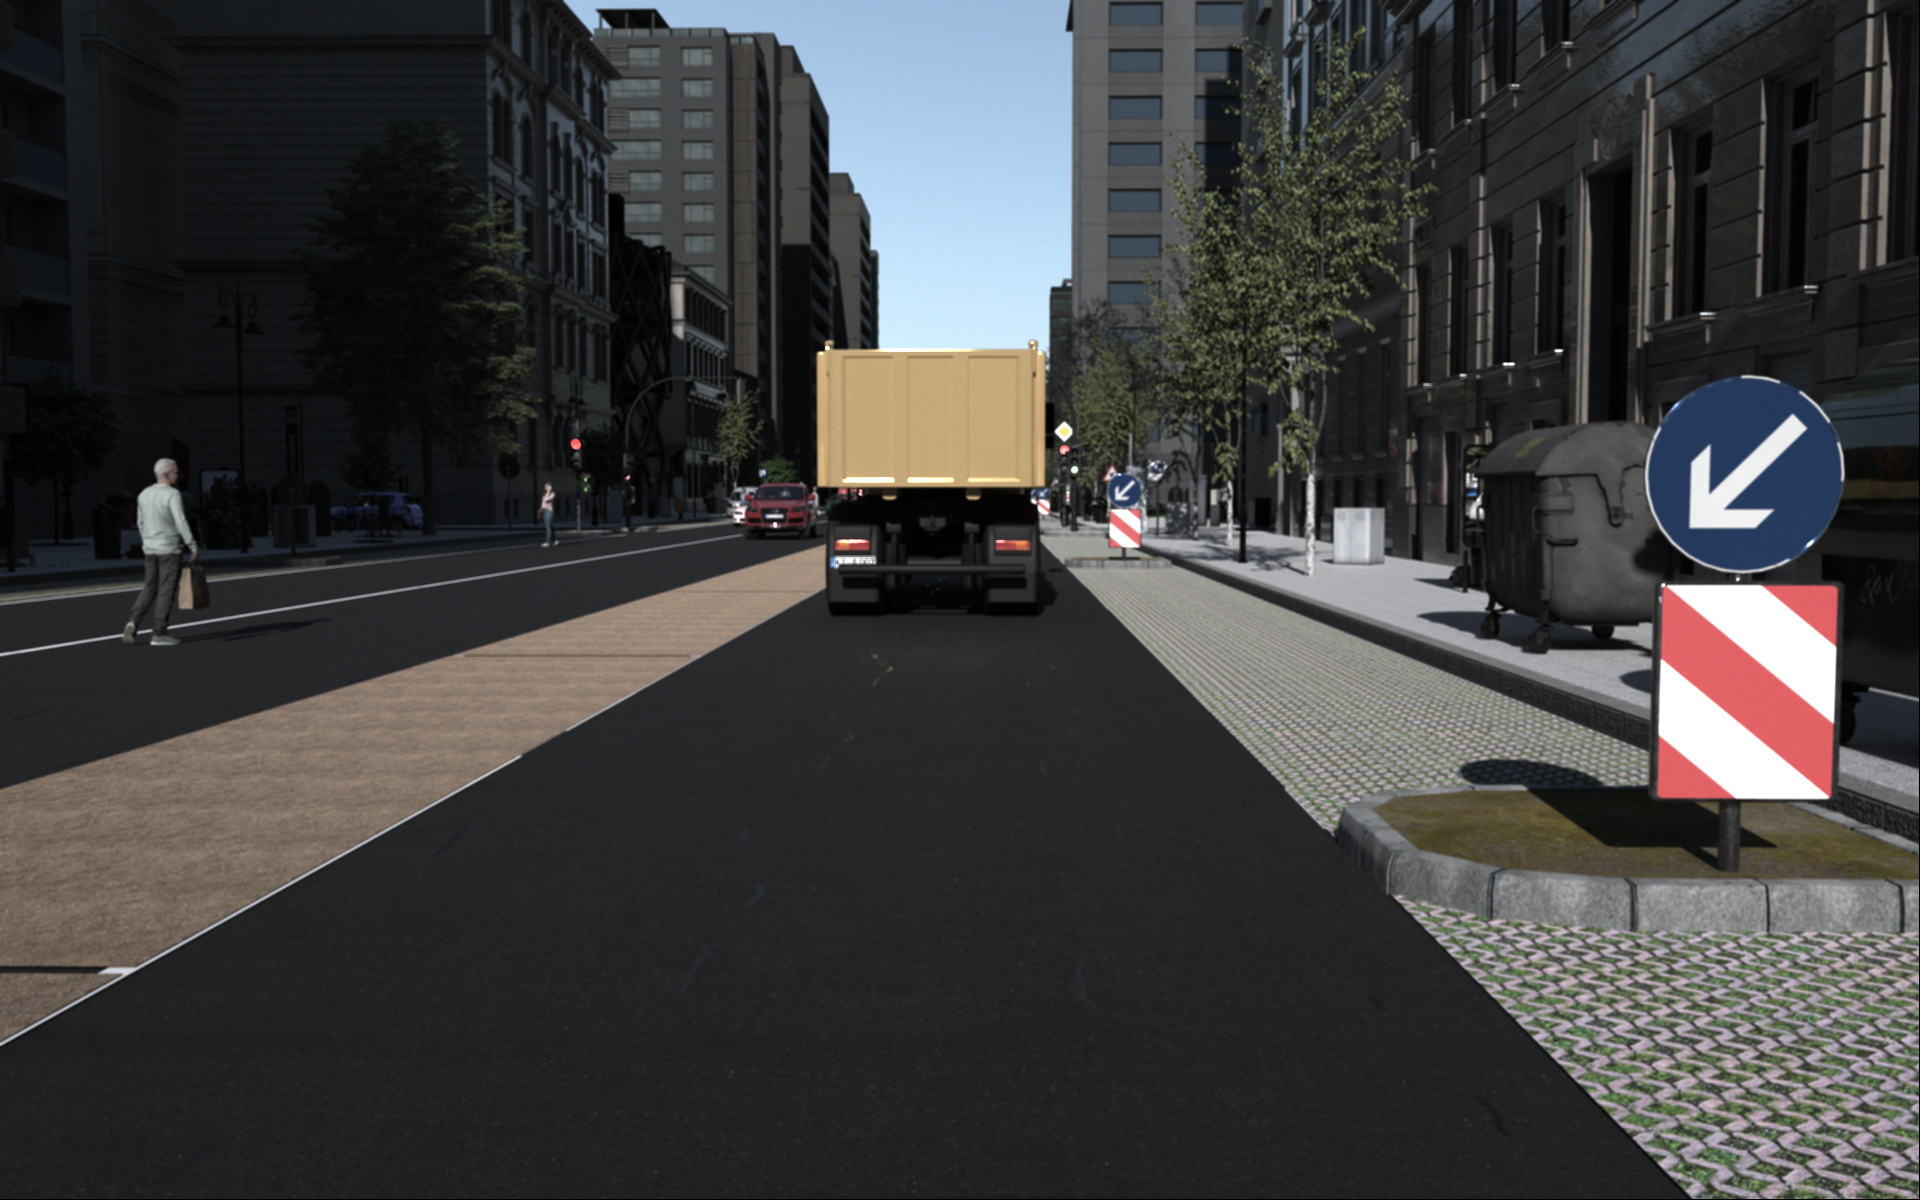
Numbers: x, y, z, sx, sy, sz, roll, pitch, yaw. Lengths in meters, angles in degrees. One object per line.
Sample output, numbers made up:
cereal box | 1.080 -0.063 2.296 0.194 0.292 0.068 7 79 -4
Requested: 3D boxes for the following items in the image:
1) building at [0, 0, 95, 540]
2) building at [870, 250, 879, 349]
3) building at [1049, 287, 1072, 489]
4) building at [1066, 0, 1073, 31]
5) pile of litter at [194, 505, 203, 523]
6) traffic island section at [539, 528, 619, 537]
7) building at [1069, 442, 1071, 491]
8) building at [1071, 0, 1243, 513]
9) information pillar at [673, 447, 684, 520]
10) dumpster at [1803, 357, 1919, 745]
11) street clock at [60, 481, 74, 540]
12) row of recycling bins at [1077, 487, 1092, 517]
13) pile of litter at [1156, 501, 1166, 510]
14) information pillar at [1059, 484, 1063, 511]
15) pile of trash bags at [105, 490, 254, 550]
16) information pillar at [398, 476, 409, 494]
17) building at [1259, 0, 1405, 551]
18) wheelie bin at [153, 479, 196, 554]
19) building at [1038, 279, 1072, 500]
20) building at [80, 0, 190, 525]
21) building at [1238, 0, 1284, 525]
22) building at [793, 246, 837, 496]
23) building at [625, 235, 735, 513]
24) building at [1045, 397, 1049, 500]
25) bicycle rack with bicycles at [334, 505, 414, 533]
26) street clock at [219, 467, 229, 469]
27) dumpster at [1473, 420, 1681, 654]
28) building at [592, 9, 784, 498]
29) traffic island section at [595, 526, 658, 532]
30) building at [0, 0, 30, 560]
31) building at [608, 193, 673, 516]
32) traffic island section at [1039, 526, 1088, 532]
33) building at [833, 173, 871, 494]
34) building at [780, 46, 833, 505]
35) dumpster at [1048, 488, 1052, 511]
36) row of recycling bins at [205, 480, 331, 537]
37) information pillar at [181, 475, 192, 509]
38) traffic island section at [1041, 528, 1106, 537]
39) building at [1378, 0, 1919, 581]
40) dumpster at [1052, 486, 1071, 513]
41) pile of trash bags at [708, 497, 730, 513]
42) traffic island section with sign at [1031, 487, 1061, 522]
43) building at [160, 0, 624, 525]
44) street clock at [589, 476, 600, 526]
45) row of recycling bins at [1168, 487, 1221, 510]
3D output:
building | -39.895 -30.810 45.741 28.212 58.520 21.231 0 4 1
building | -20.693 -36.624 282.388 14.154 41.232 14.086 0 4 1
building | 19.408 -28.703 241.002 14.160 30.474 14.107 0 4 1
building | 25.157 -35.450 168.841 28.713 52.752 27.495 0 4 1
pile of litter | -30.647 -3.416 69.819 1.719 0.858 1.176 0 4 -5
traffic island section | -13.094 -2.274 59.453 2.009 0.180 2.903 0 4 1
building | 24.467 -54.126 197.629 22.319 86.520 31.000 0 4 1
building | 18.738 -35.768 126.813 21.231 58.520 28.212 0 4 1
information pillar | -14.136 -5.851 87.016 0.504 3.616 0.183 -2 4 -27
dumpster | 4.974 -0.337 8.005 1.502 2.255 1.985 0 4 1
street clock | -25.094 -2.699 48.697 0.471 2.002 0.358 3 4 38
row of recycling bins | 6.965 -5.572 98.213 1.069 1.692 3.534 0 4 0
pile of litter | 12.935 -6.066 113.143 1.719 0.858 1.176 1 4 12
information pillar | 7.575 -7.624 129.141 0.304 2.012 0.304 2 4 34
pile of trash bags | -18.398 -1.897 40.771 3.447 1.369 1.912 0 4 3
information pillar | -22.447 -4.001 69.913 0.304 2.012 0.304 1 4 21
building | 16.134 -15.836 44.821 13.634 28.700 20.117 0 4 1
wheelie bin | -16.777 -1.771 36.864 0.980 1.594 0.693 -1 4 -11
building | 29.081 -36.522 289.007 32.217 40.220 23.993 0 4 1
building | -44.173 -17.771 76.464 20.117 28.700 13.634 0 4 1
building | 23.775 -27.743 77.305 21.600 48.544 21.300 0 4 1
building | -30.459 -33.620 241.565 32.217 40.220 23.993 0 4 1
building | -23.038 -15.997 126.172 10.561 19.102 19.286 0 4 1
building | 26.968 -25.539 262.594 27.650 21.520 28.899 0 4 1
bicycle rack with bicycles | -19.963 -2.753 58.389 2.852 0.926 2.925 2 4 24
street clock | -19.749 -2.568 46.549 0.471 2.002 0.358 -1 4 -22
dumpster | 5.168 -0.535 14.507 1.264 1.857 1.865 0 4 1
building | -23.118 -28.482 149.276 14.154 41.232 14.086 0 4 1
traffic island section | -12.936 -2.762 67.437 2.009 0.180 2.903 0 4 1
building | -32.694 -10.689 19.798 27.650 21.520 28.899 0 4 1
building | -25.742 -14.353 102.128 16.820 18.784 16.811 0 4 1
traffic island section | 4.052 -2.741 67.099 2.009 0.180 2.903 0 4 1
building | -24.998 -39.164 264.026 21.300 48.544 21.600 0 4 1
building | -26.083 -34.765 192.107 21.300 48.544 21.600 0 4 1
dumpster | 7.288 -7.667 131.107 1.264 1.857 1.865 0 4 1
row of recycling bins | -20.919 -2.770 52.397 3.534 1.692 1.069 -2 4 -25
information pillar | -30.344 -3.883 67.976 0.304 2.012 0.304 -1 4 -11
traffic island section | 3.894 -2.253 59.115 2.009 0.180 2.903 0 4 1
building | 14.210 -13.762 22.275 12.463 27.353 25.104 0 4 1
dumpster | 7.033 -6.807 117.046 1.264 1.857 1.865 0 4 1
pile of trash bags | -15.607 -6.526 116.451 1.912 1.369 3.447 1 4 13
traffic island section with sign | 4.155 -4.902 88.771 1.989 1.847 2.006 0 4 1
building | -25.047 -17.983 81.413 14.401 28.519 23.554 0 4 1
street clock | -14.696 -3.982 69.669 0.358 2.002 0.471 -3 5 -45
row of recycling bins | 13.332 -5.441 96.075 3.534 1.692 1.069 0 4 2
